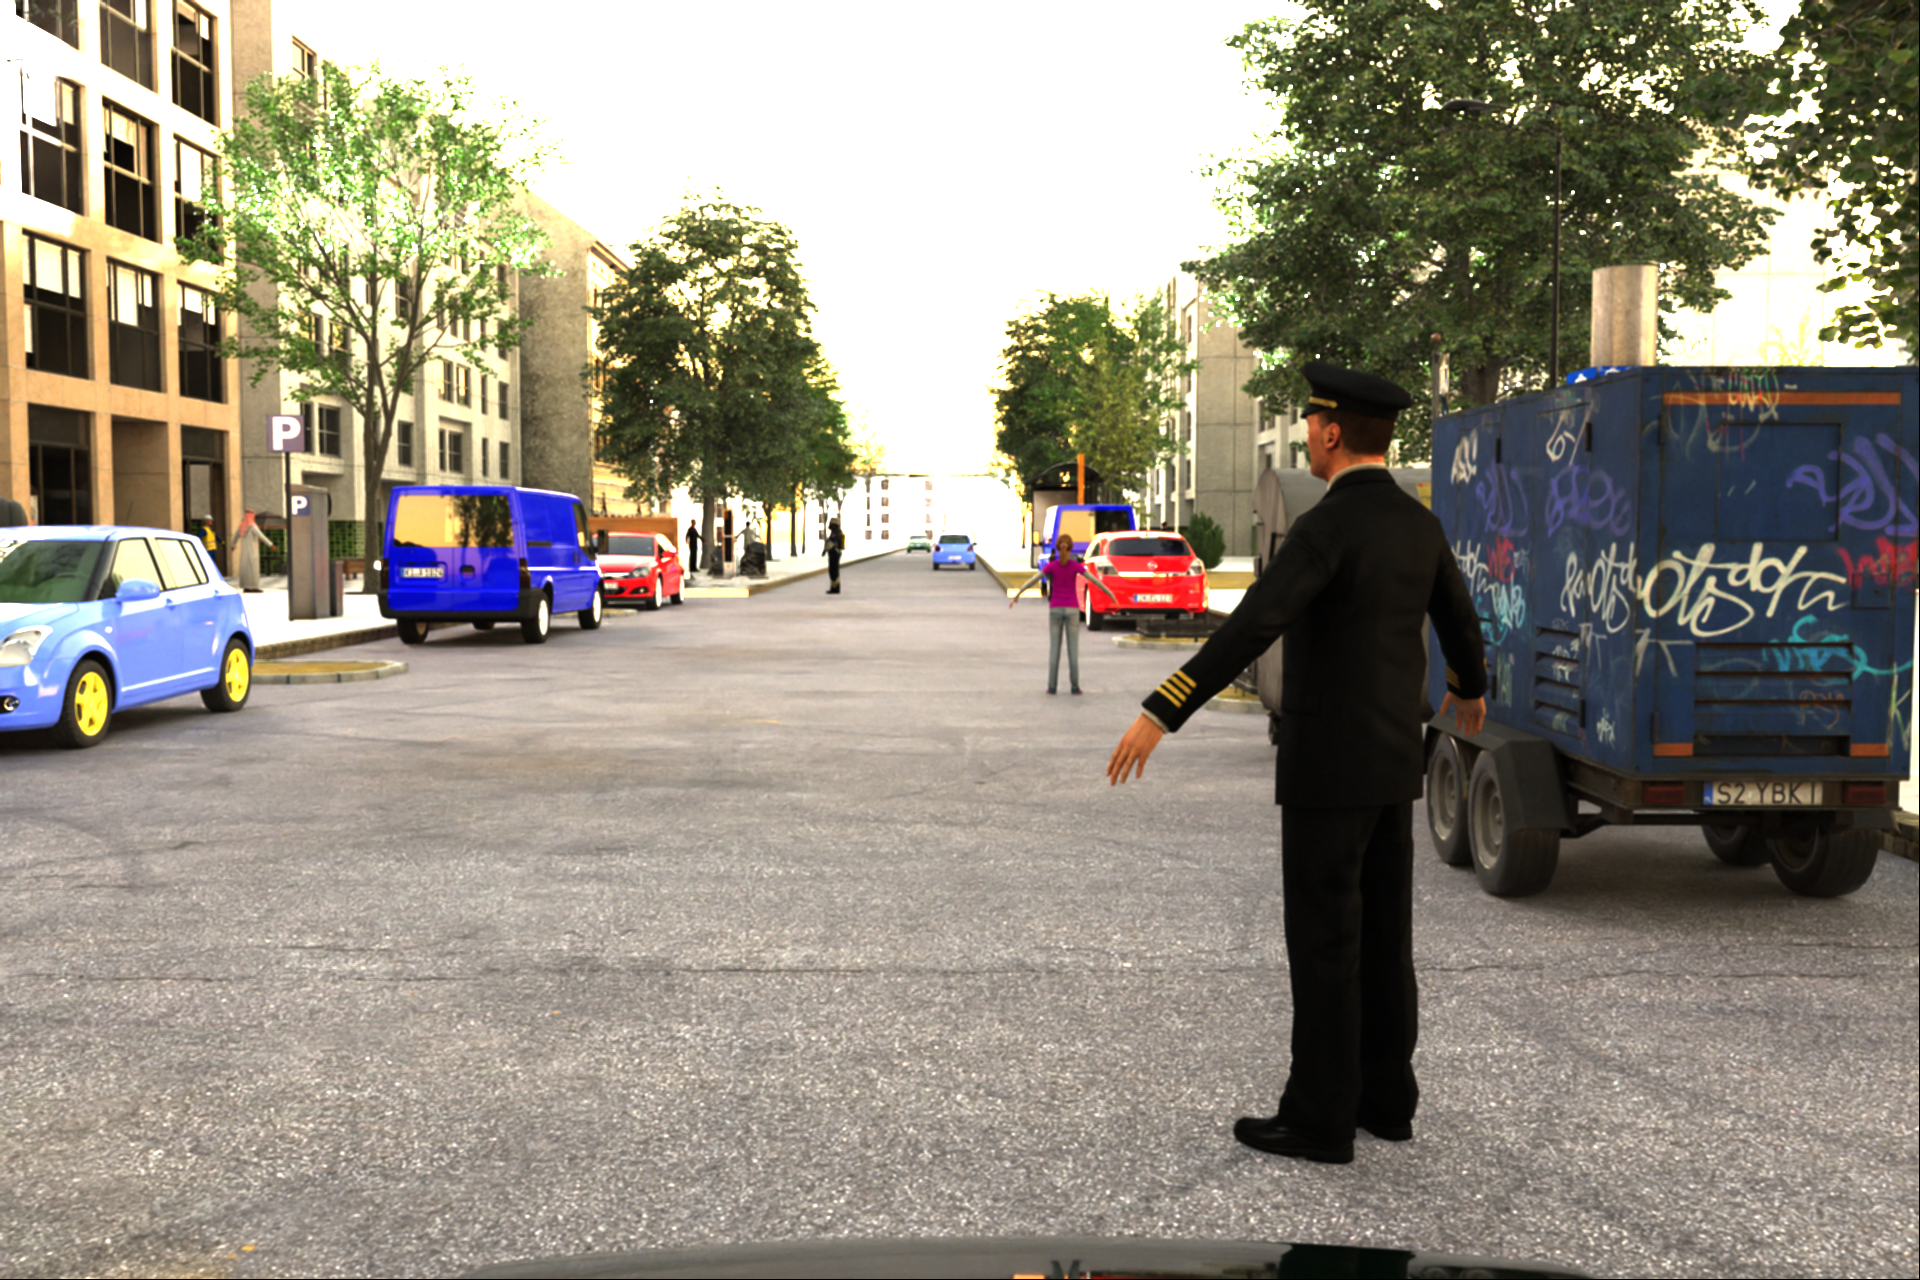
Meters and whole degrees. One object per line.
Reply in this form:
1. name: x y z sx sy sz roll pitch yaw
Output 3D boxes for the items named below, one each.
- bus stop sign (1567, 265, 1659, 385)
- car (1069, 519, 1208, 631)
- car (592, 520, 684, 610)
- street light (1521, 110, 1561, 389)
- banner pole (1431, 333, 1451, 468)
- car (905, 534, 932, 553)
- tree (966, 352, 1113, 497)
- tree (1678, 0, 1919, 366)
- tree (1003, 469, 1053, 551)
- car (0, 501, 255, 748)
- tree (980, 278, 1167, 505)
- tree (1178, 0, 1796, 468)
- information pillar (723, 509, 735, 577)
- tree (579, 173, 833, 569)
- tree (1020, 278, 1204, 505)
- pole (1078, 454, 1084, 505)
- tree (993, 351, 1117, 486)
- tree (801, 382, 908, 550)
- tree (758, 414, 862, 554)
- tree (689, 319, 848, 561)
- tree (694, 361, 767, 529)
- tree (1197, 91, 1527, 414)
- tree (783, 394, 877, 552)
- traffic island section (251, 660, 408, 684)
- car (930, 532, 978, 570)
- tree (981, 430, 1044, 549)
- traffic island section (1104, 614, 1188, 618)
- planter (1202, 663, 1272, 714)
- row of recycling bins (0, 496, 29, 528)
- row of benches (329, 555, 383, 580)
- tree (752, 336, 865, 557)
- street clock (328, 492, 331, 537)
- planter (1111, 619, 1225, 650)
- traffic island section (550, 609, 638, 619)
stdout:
1. bus stop sign: 6.612 -1.731 17.326 0.837 3.901 0.837 0 4 0
2. car: 2.750 -1.111 27.202 2.155 1.783 4.494 0 4 -1
3. car: -6.554 -1.522 33.924 2.155 1.783 4.494 0 3 0
4. street light: 6.938 -2.821 18.660 1.470 5.913 1.316 0 4 0
5. banner pole: 5.921 -1.921 21.426 0.401 3.779 0.863 0 4 0
6. car: -3.209 -7.556 135.331 2.131 1.459 4.920 0 4 0
7. tree: 6.002 -12.196 109.770 12.009 13.543 11.850 0 3 0
8. tree: 8.352 -6.302 9.696 9.857 13.997 8.962 0 3 0
9. tree: 5.294 -10.906 128.669 4.737 8.622 4.395 0 3 0
10. car: -6.654 -0.190 12.691 1.945 1.707 3.694 0 4 0
11. tree: 5.908 -10.980 86.174 9.857 13.997 8.962 0 3 0
12. tree: 8.364 -7.434 28.199 9.857 13.997 8.962 0 3 0
13. information pillar: -6.843 -2.862 51.279 0.304 2.012 0.304 0 3 0
14. tree: -9.142 -9.568 63.085 9.857 13.997 8.962 0 3 0
15. tree: 6.058 -8.875 70.867 9.928 11.665 9.643 0 3 0
16. pole: 3.085 -3.081 44.220 0.158 3.312 0.155 0 3 0
17. tree: 5.481 -10.474 97.013 9.928 11.665 9.643 0 3 0
18. tree: -9.834 -14.077 140.531 12.009 13.543 11.850 0 3 0
19. tree: -9.797 -10.837 111.597 7.601 10.594 8.767 -2 4 -26
20. tree: -9.173 -9.574 82.295 9.928 11.665 9.643 0 3 0
21. tree: -9.708 -7.538 73.611 4.737 8.622 4.395 0 3 0
22. tree: 8.988 -6.940 39.220 9.928 11.665 9.643 0 3 0
23. tree: -9.696 -12.150 124.410 9.928 11.665 9.643 0 3 0
24. traffic island section: -6.732 0.327 17.518 1.991 0.108 1.994 0 4 0
25. car: -0.239 -3.700 70.092 1.945 1.707 3.694 0 4 0
26. tree: 5.440 -13.489 146.299 9.928 11.665 9.643 0 3 0
27. traffic island section: 2.964 -0.473 30.596 1.991 0.108 1.994 0 4 0
28. planter: 2.997 0.397 14.655 1.991 0.319 1.994 0 4 -1
29. row of recycling bins: -9.593 -0.526 15.721 1.069 1.692 3.534 0 4 1
30. row of benches: -17.014 -2.113 50.007 1.422 0.672 4.104 1 4 9
31. tree: -9.277 -11.014 98.198 7.486 12.596 7.792 0 3 0
32. street clock: -10.545 -1.467 28.558 0.358 2.002 0.471 0 4 1
33. planter: 2.982 -0.074 22.347 1.991 0.319 1.994 0 4 0
34. traffic island section: -6.730 -0.456 30.327 1.991 0.108 1.994 0 4 1
